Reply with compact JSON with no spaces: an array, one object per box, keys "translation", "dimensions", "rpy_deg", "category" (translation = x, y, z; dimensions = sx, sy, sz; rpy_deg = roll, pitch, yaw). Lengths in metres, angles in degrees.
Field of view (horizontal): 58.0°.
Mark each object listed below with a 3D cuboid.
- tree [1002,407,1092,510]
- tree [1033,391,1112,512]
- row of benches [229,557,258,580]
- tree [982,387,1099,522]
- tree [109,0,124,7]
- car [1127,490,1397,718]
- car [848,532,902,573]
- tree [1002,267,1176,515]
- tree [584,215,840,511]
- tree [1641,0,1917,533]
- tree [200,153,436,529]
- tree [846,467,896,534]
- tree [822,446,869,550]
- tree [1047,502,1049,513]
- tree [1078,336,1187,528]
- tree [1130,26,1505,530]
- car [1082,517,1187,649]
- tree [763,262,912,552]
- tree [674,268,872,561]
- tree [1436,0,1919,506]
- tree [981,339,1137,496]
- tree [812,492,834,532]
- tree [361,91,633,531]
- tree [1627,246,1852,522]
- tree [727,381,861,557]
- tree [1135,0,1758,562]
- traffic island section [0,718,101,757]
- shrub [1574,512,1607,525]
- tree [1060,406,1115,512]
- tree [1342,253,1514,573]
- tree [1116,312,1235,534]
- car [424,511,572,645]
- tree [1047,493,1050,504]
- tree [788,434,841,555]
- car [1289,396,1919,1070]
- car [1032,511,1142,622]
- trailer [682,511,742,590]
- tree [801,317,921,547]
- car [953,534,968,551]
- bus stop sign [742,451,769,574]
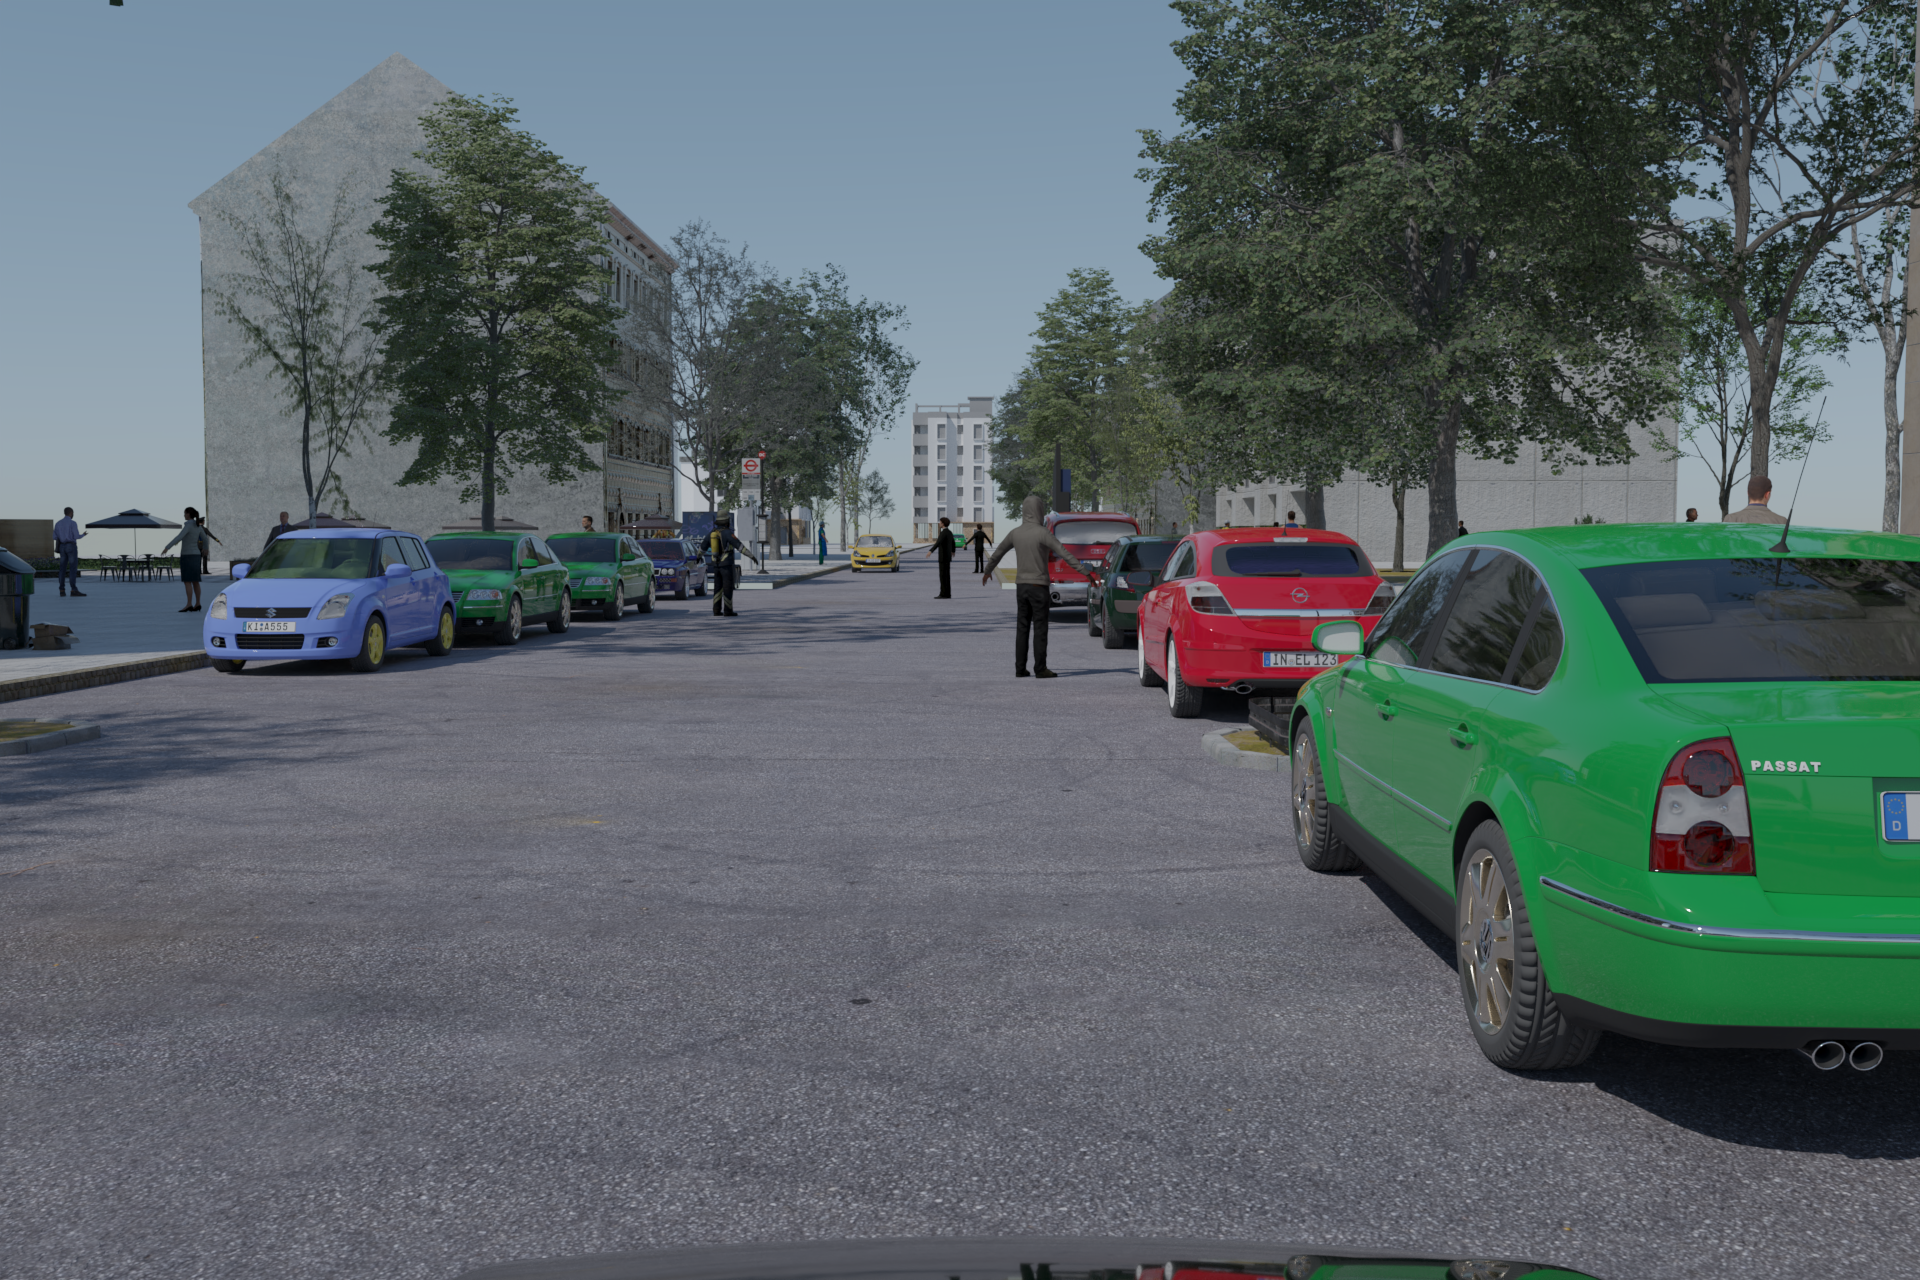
[{"translation":[6.635,-11.623,124.451],"dimensions":[7.601,10.594,8.767],"rpy_deg":[1,4,17],"category":"tree"},{"translation":[5.689,-8.141,83.465],"dimensions":[4.737,8.622,4.395],"rpy_deg":[0,3,0],"category":"tree"},{"translation":[-18.224,-2.019,48.481],"dimensions":[4.104,0.672,1.422],"rpy_deg":[0,4,-5],"category":"row of benches"},{"translation":[6.533,-14.034,136.104],"dimensions":[9.857,13.997,8.962],"rpy_deg":[0,3,0],"category":"tree"},{"translation":[-11.898,-9.839,16.750],"dimensions":[12.611,20.169,13.585],"rpy_deg":[0,3,0],"category":"tree"},{"translation":[2.558,-0.363,14.975],"dimensions":[2.155,1.783,4.494],"rpy_deg":[0,4,1],"category":"car"},{"translation":[-3.179,-3.377,65.432],"dimensions":[2.015,1.641,3.980],"rpy_deg":[0,3,0],"category":"car"},{"translation":[5.542,-9.563,74.478],"dimensions":[7.486,12.596,7.792],"rpy_deg":[0,3,0],"category":"tree"},{"translation":[-9.878,-9.632,67.859],"dimensions":[12.009,13.543,11.850],"rpy_deg":[0,3,0],"category":"tree"},{"translation":[23.735,-11.545,44.645],"dimensions":[12.611,20.169,13.585],"rpy_deg":[0,3,0],"category":"tree"},{"translation":[-13.199,-5.146,34.496],"dimensions":[4.360,8.622,3.978],"rpy_deg":[0,3,0],"category":"tree"},{"translation":[-12.268,-18.689,239.980],"dimensions":[7.601,10.594,8.767],"rpy_deg":[0,4,-7],"category":"tree"},{"translation":[-8.945,-11.326,135.546],"dimensions":[4.737,8.622,4.395],"rpy_deg":[0,3,0],"category":"tree"},{"translation":[12.149,-19.328,241.772],"dimensions":[9.928,11.665,9.643],"rpy_deg":[0,3,0],"category":"tree"},{"translation":[6.051,-6.979,64.467],"dimensions":[4.360,8.622,3.978],"rpy_deg":[0,3,0],"category":"tree"},{"translation":[8.770,-8.328,42.822],"dimensions":[9.857,13.997,8.962],"rpy_deg":[0,3,0],"category":"tree"},{"translation":[2.645,-0.807,22.985],"dimensions":[2.009,1.686,4.222],"rpy_deg":[0,4,0],"category":"car"},{"translation":[-9.461,-16.388,123.833],"dimensions":[12.611,20.169,13.585],"rpy_deg":[0,3,0],"category":"tree"},{"translation":[-9.066,-10.833,83.769],"dimensions":[9.857,13.997,8.962],"rpy_deg":[0,3,0],"category":"tree"},{"translation":[8.600,-5.104,17.870],"dimensions":[7.601,10.594,8.767],"rpy_deg":[-1,4,-23],"category":"tree"},{"translation":[6.412,-12.108,108.335],"dimensions":[12.009,13.543,11.850],"rpy_deg":[0,3,0],"category":"tree"},{"translation":[-18.825,-17.700,239.764],"dimensions":[4.360,8.622,3.978],"rpy_deg":[0,3,0],"category":"tree"},{"translation":[-12.107,-7.776,45.263],"dimensions":[7.486,12.596,7.792],"rpy_deg":[0,3,0],"category":"tree"},{"translation":[27.591,-8.342,62.153],"dimensions":[9.928,11.665,9.643],"rpy_deg":[0,3,0],"category":"tree"},{"translation":[-9.371,-9.954,97.162],"dimensions":[8.767,10.594,7.601],"rpy_deg":[1,4,12],"category":"tree"},{"translation":[8.191,-7.513,29.488],"dimensions":[9.857,13.997,8.962],"rpy_deg":[0,3,0],"category":"tree"},{"translation":[-7.051,0.681,11.724],"dimensions":[1.991,0.108,1.994],"rpy_deg":[0,4,1],"category":"traffic island section"},{"translation":[21.274,-3.311,58.550],"dimensions":[1.690,2.028,1.600],"rpy_deg":[0,3,0],"category":"shrub"},{"translation":[6.485,-8.716,92.874],"dimensions":[4.737,8.622,4.395],"rpy_deg":[0,3,0],"category":"tree"},{"translation":[14.734,-8.079,57.840],"dimensions":[9.928,11.665,9.643],"rpy_deg":[0,3,0],"category":"tree"},{"translation":[7.358,-6.484,56.380],"dimensions":[4.737,8.622,4.395],"rpy_deg":[0,3,0],"category":"tree"},{"translation":[-6.591,-0.913,23.724],"dimensions":[1.959,1.807,4.718],"rpy_deg":[0,4,0],"category":"car"},{"translation":[6.569,-11.844,144.006],"dimensions":[4.360,8.622,3.978],"rpy_deg":[0,3,0],"category":"tree"},{"translation":[-8.936,-9.638,107.952],"dimensions":[4.360,8.622,3.978],"rpy_deg":[0,3,0],"category":"tree"},{"translation":[2.317,0.172,5.992],"dimensions":[1.959,1.807,4.718],"rpy_deg":[0,4,1],"category":"car"},{"translation":[2.133,-1.297,29.872],"dimensions":[2.281,1.827,5.304],"rpy_deg":[0,4,-1],"category":"car"},{"translation":[-6.484,-2.272,44.198],"dimensions":[1.471,1.999,3.904],"rpy_deg":[0,4,0],"category":"trailer"},{"translation":[-10.162,-18.124,152.211],"dimensions":[12.611,20.169,13.585],"rpy_deg":[0,3,0],"category":"tree"},{"translation":[-0.272,-8.751,151.877],"dimensions":[1.959,1.807,4.718],"rpy_deg":[0,4,-1],"category":"car"},{"translation":[-6.571,-4.098,55.701],"dimensions":[0.855,3.939,0.416],"rpy_deg":[0,4,2],"category":"bus stop sign"}]
